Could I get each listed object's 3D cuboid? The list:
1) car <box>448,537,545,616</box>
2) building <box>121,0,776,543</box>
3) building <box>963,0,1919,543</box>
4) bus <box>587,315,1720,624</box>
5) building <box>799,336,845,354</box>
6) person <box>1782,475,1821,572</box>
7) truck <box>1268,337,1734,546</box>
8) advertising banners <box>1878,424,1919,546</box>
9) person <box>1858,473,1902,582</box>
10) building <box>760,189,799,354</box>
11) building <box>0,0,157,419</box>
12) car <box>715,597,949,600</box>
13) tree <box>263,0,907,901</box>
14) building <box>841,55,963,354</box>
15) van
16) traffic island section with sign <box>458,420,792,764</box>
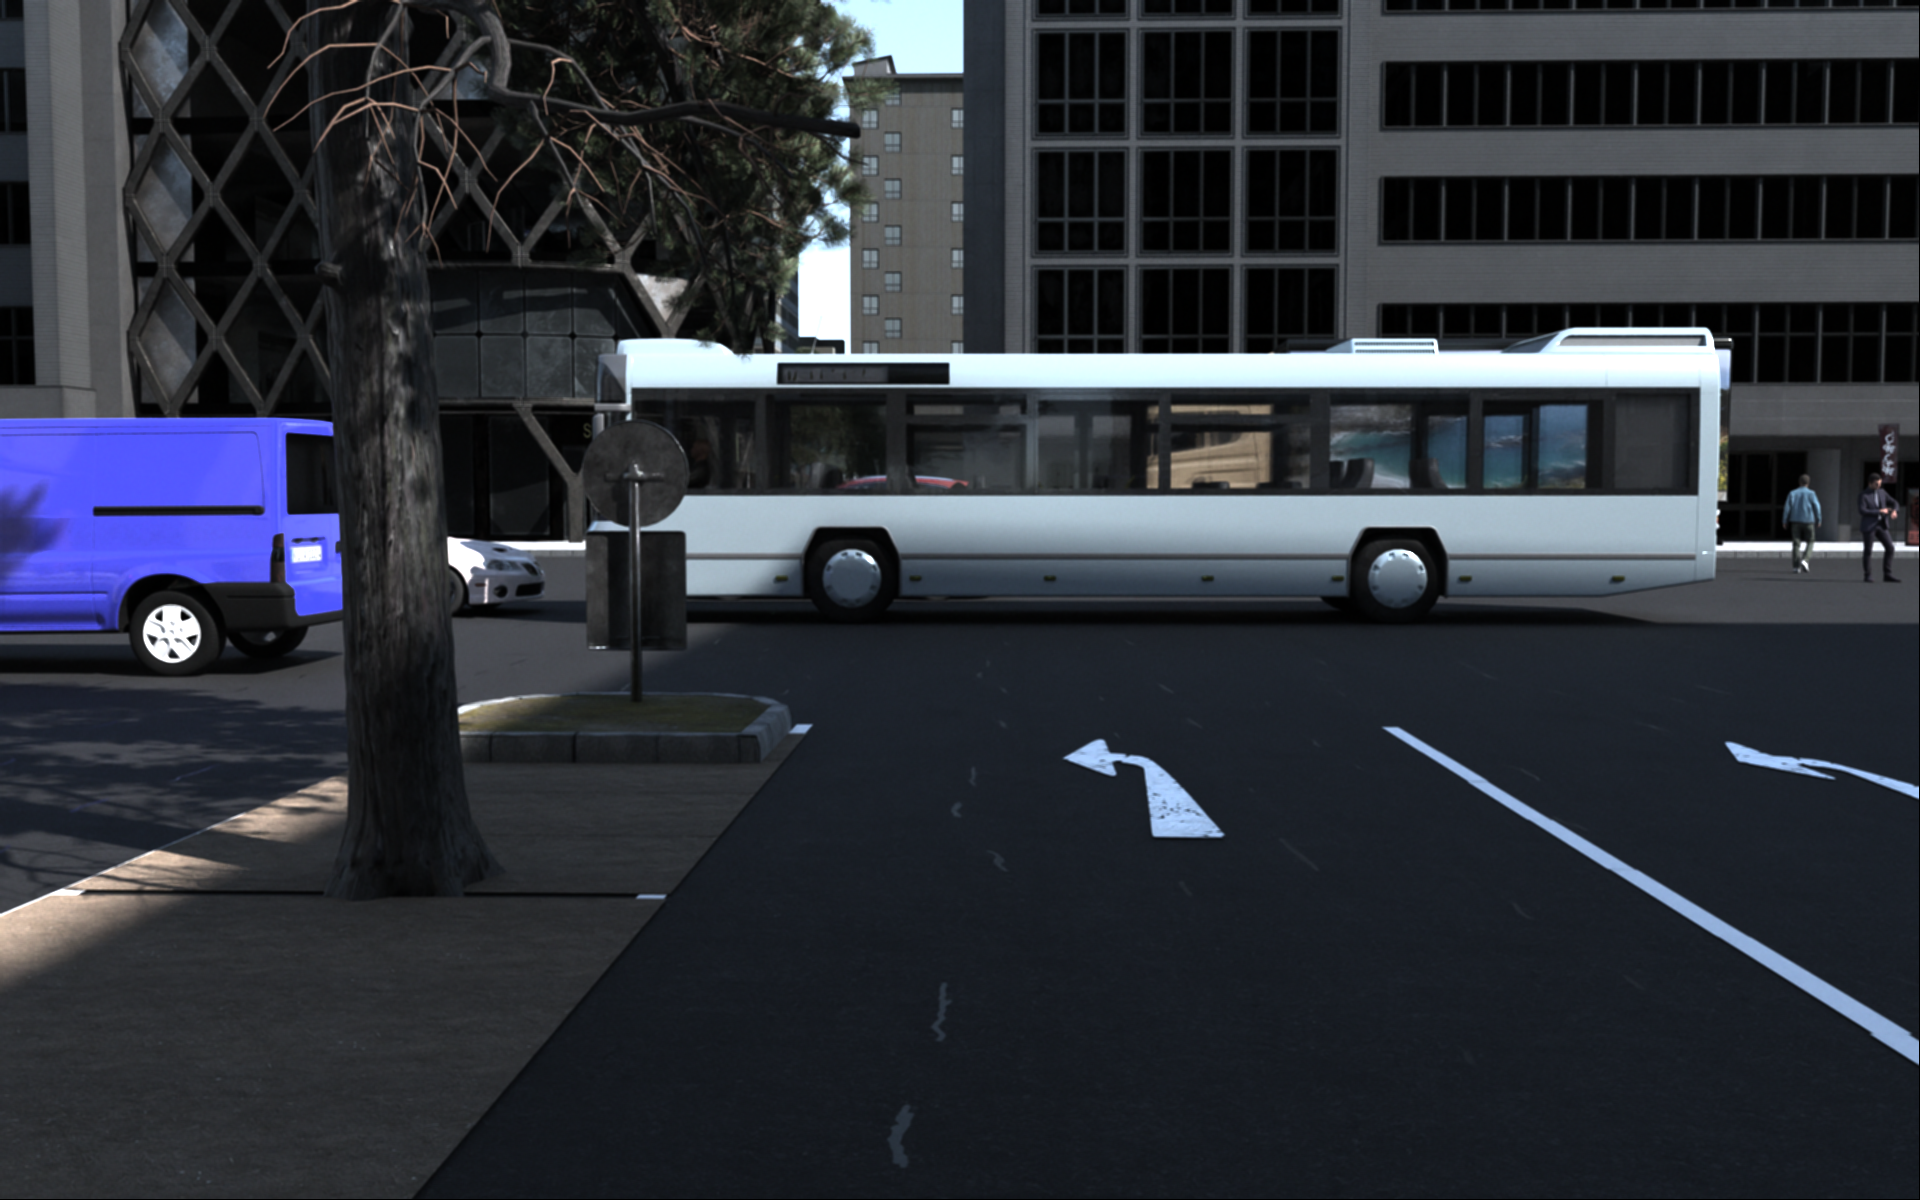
[{"bbox_3d":[-7.461,-0.526,20.961,4.827,1.381,2.083,0,4,3],"label":"car"},{"bbox_3d":[-13.932,-11.345,52.949,16.811,18.784,16.820,0,4,2],"label":"building"},{"bbox_3d":[15.141,-14.188,51.046,30.058,24.678,14.314,0,4,2],"label":"building"},{"bbox_3d":[1.636,-1.545,20.122,13.247,3.499,2.948,0,4,0],"label":"bus"},{"bbox_3d":[-28.936,-22.794,217.725,28.899,21.520,27.650,0,4,2],"label":"building"},{"bbox_3d":[15.316,-1.386,31.512,0.601,1.785,0.444,3,4,37],"label":"person"},{"bbox_3d":[8.220,-2.661,32.428,11.283,4.237,2.839,0,4,3],"label":"truck"},{"bbox_3d":[23.568,-2.838,42.585,0.090,3.025,2.074,-2,4,-35],"label":"advertising banners"},{"bbox_3d":[14.942,-1.170,28.070,0.683,1.767,0.568,-1,4,-11],"label":"person"},{"bbox_3d":[-26.245,-28.009,149.822,23.993,40.220,32.217,0,4,2],"label":"building"},{"bbox_3d":[-37.394,-14.259,52.194,30.058,24.678,14.314,0,4,2],"label":"building"},{"bbox_3d":[-1.760,-0.758,24.190,4.920,1.459,2.131,0,4,1],"label":"car"},{"bbox_3d":[-2.114,-4.985,6.011,6.751,12.117,7.091,0,3,0],"label":"tree"},{"bbox_3d":[0.356,-38.386,216.845,27.495,52.752,28.713,0,4,2],"label":"building"},{"bbox_3d":[-7.766,-0.616,14.452,5.245,2.365,2.240,0,4,2],"label":"van"},{"bbox_3d":[-2.028,-0.120,10.106,2.006,1.907,1.989,0,4,2],"label":"traffic island section with sign"}]
